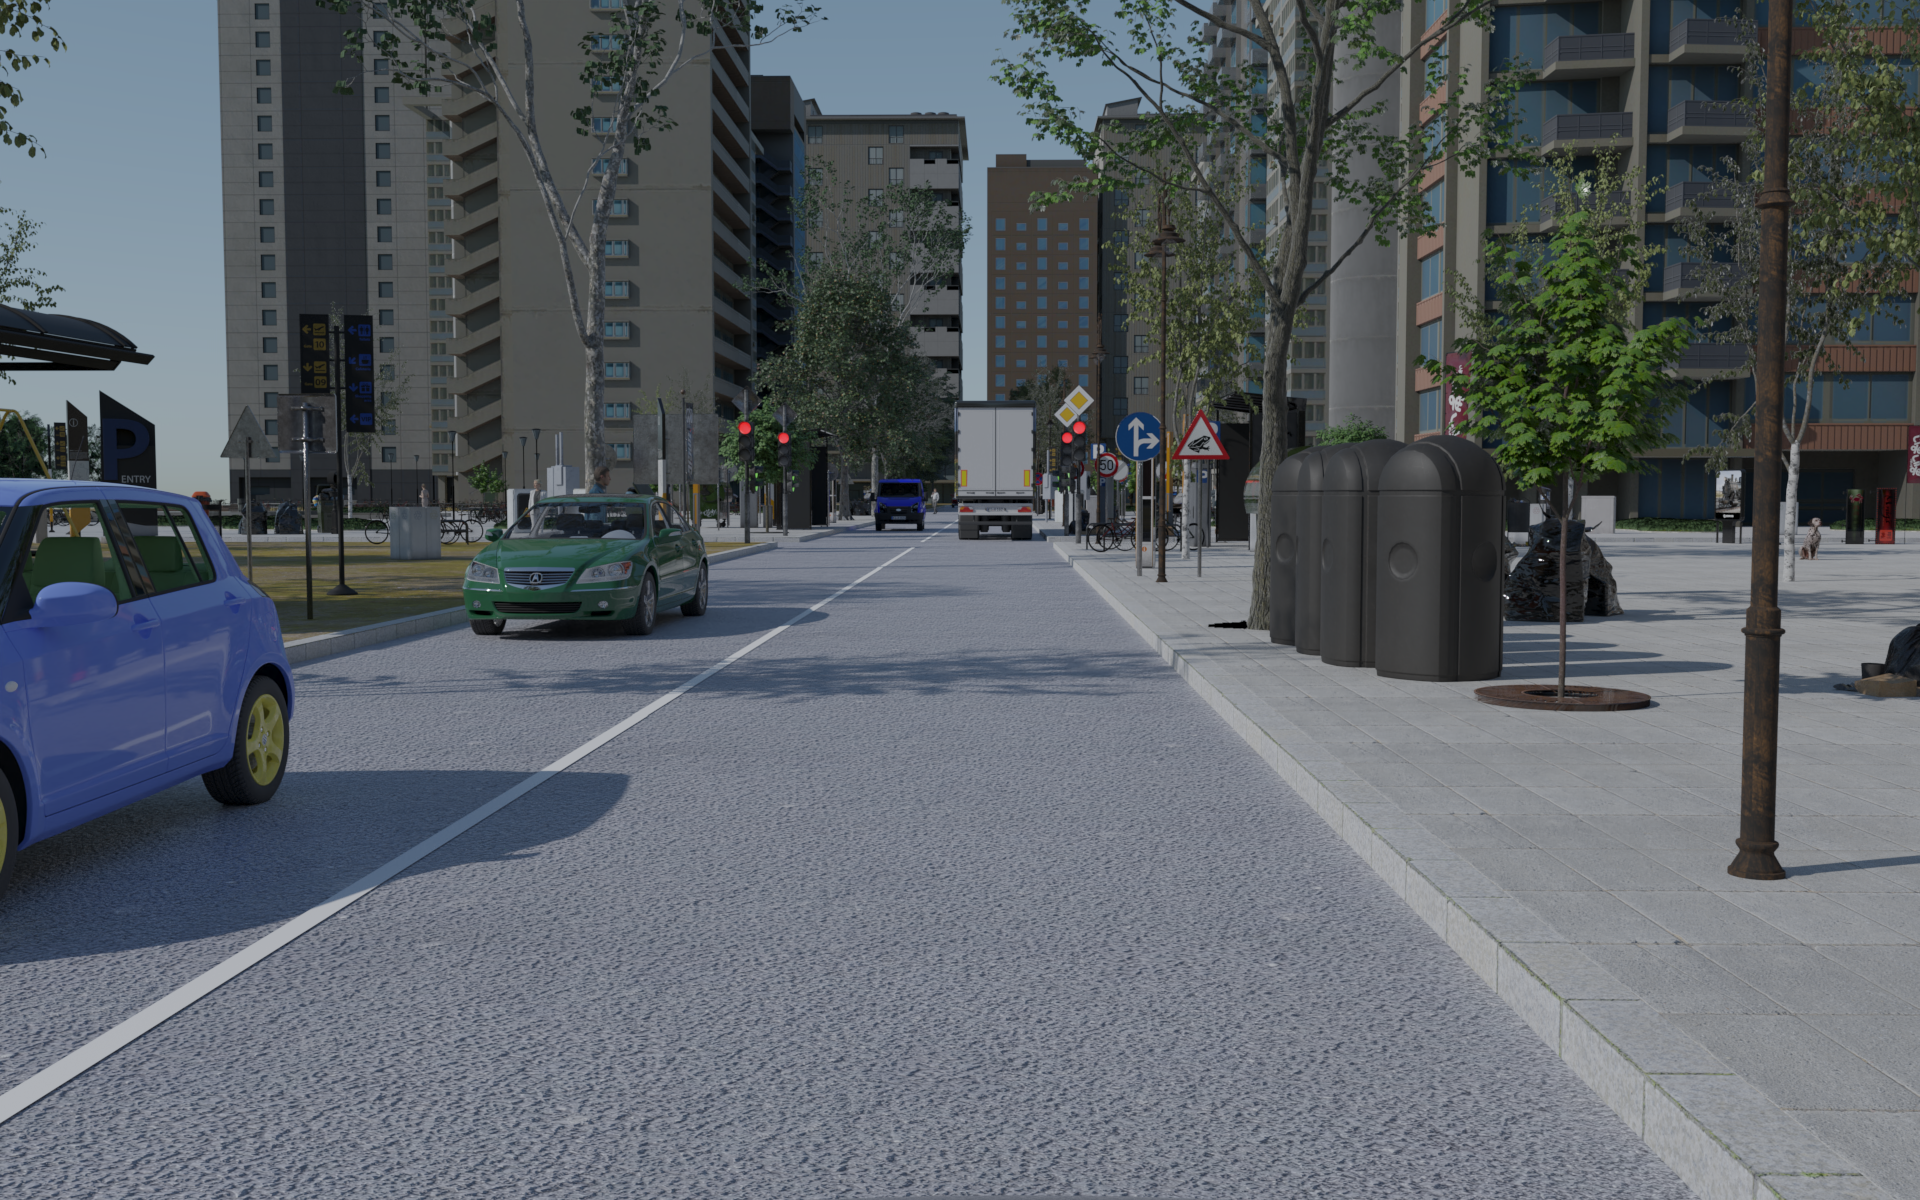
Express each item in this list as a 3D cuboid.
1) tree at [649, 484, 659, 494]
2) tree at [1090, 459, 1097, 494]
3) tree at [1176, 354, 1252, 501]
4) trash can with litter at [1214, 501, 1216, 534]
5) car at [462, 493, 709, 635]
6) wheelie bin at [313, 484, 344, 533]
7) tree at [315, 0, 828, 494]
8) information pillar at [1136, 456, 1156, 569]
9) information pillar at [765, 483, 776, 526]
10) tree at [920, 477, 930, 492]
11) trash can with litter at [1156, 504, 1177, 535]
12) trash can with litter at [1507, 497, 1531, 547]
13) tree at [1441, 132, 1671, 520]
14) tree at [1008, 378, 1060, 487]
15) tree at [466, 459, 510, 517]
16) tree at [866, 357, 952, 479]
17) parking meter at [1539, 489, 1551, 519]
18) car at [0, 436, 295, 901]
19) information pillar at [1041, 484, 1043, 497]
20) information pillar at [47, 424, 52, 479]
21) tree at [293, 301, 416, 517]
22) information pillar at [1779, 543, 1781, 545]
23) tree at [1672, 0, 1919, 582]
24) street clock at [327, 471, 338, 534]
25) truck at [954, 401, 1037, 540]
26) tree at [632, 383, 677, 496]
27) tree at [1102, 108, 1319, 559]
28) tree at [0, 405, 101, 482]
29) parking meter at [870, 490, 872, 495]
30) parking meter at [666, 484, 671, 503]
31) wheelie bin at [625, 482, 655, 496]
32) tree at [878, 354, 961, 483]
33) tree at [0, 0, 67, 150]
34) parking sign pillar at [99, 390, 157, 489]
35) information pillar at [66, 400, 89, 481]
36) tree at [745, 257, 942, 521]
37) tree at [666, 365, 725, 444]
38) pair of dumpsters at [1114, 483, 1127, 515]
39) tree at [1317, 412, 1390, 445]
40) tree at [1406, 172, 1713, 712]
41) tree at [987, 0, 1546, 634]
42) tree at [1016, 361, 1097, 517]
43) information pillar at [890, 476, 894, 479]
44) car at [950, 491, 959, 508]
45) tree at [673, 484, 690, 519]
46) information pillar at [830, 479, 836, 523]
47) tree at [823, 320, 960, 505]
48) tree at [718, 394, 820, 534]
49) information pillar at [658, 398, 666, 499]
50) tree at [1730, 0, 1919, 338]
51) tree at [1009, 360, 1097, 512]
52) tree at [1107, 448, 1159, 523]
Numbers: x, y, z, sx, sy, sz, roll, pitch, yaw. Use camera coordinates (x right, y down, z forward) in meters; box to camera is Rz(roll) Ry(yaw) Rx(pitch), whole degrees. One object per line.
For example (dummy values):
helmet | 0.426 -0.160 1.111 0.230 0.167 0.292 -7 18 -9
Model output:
tree | -19.494 -7.175 111.909 1.663 3.219 1.824 0 3 0
tree | 6.821 -5.370 82.403 1.663 3.219 1.824 0 3 0
tree | 13.442 -8.597 90.921 4.360 8.622 3.978 0 3 0
trash can with litter | 8.517 -2.725 55.944 0.624 1.170 1.055 1 4 13
car | -3.988 -0.447 19.104 2.131 1.459 4.920 0 4 3
wheelie bin | -20.814 -3.013 57.168 0.980 1.594 0.693 -2 4 -33
tree | -7.705 -10.815 32.708 12.611 20.169 13.585 0 3 0
information pillar | 3.211 -1.554 29.895 0.304 2.012 0.304 1 4 16
information pillar | -7.513 -4.743 68.896 0.504 3.616 0.183 -1 4 -13
tree | -3.912 -11.340 180.004 1.663 3.219 1.824 0 3 0
trash can with litter | 6.115 -2.555 53.161 1.055 1.170 0.624 0 4 -7
trash can with litter | 13.278 -1.922 42.477 2.233 1.210 1.678 0 4 7
tree | 12.352 -5.207 35.496 4.737 8.622 4.395 0 3 0
tree | 6.921 -15.559 171.402 9.611 12.733 9.660 0 3 0
tree | -26.415 -6.225 96.383 1.663 3.219 1.824 0 3 0
tree | -4.491 -13.645 141.223 7.486 12.596 7.792 0 3 0
parking meter | 18.669 -2.867 55.292 0.372 1.533 0.369 0 3 0
car | -4.049 0.174 6.740 1.945 1.707 3.694 0 4 0
information pillar | 6.127 -7.513 127.329 0.304 2.012 0.304 -3 5 -41
information pillar | -30.378 -4.066 57.827 0.183 3.616 0.504 -2 4 -28
tree | -23.490 -7.148 67.228 4.360 8.622 3.978 0 3 0
information pillar | 20.574 -3.202 43.700 0.183 3.616 0.504 0 4 3
tree | 12.306 -4.589 25.398 4.360 8.622 3.978 0 3 0
street clock | -19.985 -3.106 55.359 0.358 2.002 0.471 1 4 11
truck | 1.174 -4.196 57.515 2.839 4.237 11.283 0 4 1
tree | -20.115 -10.125 115.904 4.737 8.622 4.395 0 3 0
tree | 4.682 -5.117 34.023 4.737 8.622 4.395 0 3 0
tree | -60.658 -8.935 108.994 11.467 7.101 20.602 0 4 1
parking meter | -5.263 -5.933 105.414 0.372 1.533 0.369 0 3 0
parking meter | -9.108 -2.941 53.800 0.255 1.863 0.399 2 4 23
wheelie bin | -8.429 -2.306 45.610 0.693 1.594 0.980 2 4 26
tree | -3.966 -15.219 155.485 9.857 13.997 8.962 0 3 0
tree | -7.757 -3.711 11.032 4.737 8.622 4.395 0 3 0
parking sign pillar | -21.623 -3.461 45.061 1.447 3.967 1.447 -2 4 -24
information pillar | -22.023 -3.174 43.244 0.183 3.616 0.504 3 5 44
tree | -5.530 -10.201 83.791 9.611 12.733 9.660 0 3 0
tree | -15.136 -9.074 98.718 4.360 8.622 3.978 0 3 0
pair of dumpsters | 9.162 -6.214 104.097 1.574 2.255 4.437 0 4 1
tree | 15.717 -5.231 69.245 4.285 4.588 4.351 0 3 0
tree | 3.734 -0.971 10.482 1.663 3.219 1.824 0 3 0
tree | 3.079 -5.522 16.036 9.928 11.665 9.643 0 3 0
tree | 5.235 -8.875 95.460 4.360 8.622 3.978 0 3 0
information pillar | -4.870 -8.233 125.964 0.504 3.616 0.183 -1 4 -13
car | 0.131 -10.626 182.402 2.281 1.827 5.304 0 3 0
tree | -14.465 -5.881 90.762 1.663 3.219 1.824 0 3 0
information pillar | -5.695 -4.433 76.964 0.304 2.012 0.304 2 4 25
tree | -4.961 -12.636 116.968 12.009 13.543 11.850 0 3 0
tree | -6.413 -4.474 56.857 4.285 4.588 4.351 0 3 0
information pillar | -7.223 -3.096 41.973 0.183 3.616 0.504 -1 4 -22
tree | 9.770 -4.042 16.442 4.737 8.622 4.395 0 3 0
tree | 6.143 -11.380 120.471 7.601 10.594 8.767 0 4 7
tree | 7.806 -5.030 76.837 1.663 3.219 1.824 0 3 0
